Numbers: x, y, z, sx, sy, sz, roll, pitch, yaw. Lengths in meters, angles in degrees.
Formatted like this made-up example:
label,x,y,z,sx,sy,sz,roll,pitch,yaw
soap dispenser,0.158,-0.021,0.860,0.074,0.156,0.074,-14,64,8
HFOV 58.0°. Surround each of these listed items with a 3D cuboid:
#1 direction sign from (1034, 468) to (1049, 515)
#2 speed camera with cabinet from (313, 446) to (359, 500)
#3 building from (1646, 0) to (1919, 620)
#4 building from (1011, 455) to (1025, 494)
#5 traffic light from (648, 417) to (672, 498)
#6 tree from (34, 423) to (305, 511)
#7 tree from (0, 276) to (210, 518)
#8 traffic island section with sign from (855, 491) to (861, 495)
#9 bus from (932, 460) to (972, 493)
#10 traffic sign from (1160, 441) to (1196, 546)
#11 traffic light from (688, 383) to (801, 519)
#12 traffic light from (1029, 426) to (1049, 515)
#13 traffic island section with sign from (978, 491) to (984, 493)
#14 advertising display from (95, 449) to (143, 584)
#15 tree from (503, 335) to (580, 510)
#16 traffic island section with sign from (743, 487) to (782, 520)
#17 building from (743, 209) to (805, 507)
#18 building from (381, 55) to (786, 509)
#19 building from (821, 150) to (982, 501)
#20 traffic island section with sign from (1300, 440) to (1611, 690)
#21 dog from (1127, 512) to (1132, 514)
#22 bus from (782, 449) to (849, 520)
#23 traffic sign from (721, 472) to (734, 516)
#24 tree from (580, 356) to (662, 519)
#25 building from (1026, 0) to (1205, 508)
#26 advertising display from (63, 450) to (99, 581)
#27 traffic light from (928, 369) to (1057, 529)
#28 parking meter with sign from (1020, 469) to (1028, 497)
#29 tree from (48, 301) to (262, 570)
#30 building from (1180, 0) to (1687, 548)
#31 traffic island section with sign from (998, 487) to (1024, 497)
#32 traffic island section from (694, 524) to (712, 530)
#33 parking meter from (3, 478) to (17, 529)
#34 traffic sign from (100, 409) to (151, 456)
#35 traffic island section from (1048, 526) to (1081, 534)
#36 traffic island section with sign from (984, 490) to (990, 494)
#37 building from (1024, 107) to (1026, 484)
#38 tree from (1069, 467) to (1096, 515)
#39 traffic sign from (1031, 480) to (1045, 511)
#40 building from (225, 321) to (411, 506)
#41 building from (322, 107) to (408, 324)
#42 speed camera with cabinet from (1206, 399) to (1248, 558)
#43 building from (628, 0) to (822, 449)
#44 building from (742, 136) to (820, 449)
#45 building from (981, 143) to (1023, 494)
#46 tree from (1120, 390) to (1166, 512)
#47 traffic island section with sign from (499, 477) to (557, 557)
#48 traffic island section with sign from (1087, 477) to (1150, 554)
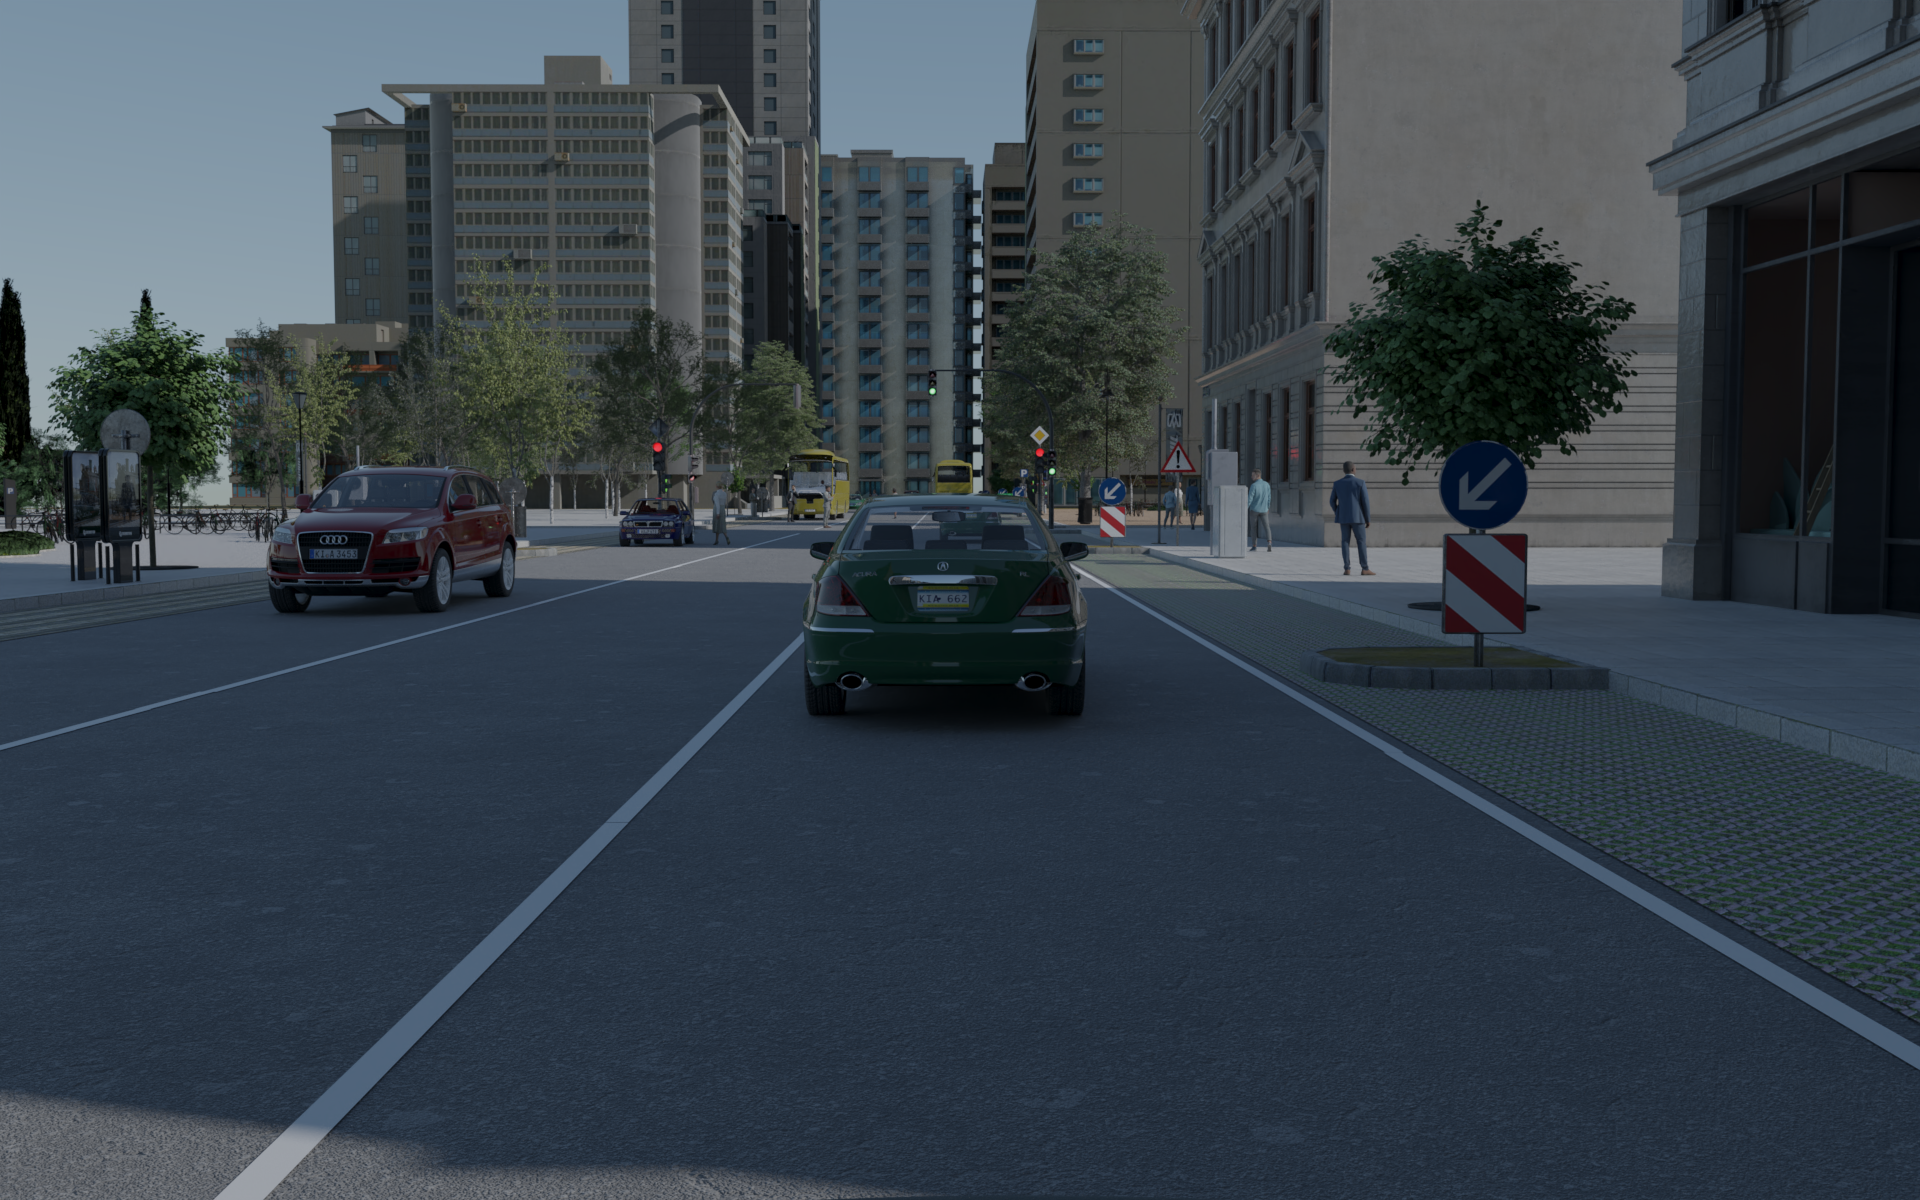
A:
label,x,y,z,sx,sy,sz,roll,pitch,yaw
direction sign,4.896,-6.865,104.239,0.876,3.537,0.379,1,4,8
speed camera with cabinet,-25.284,-4.666,70.625,2.038,3.252,0.660,0,4,-1
building,13.254,-10.331,19.817,10.553,20.767,40.483,0,4,0
building,17.836,-54.479,203.398,22.319,86.520,31.000,0,4,0
traffic light,-10.948,-4.540,63.153,0.839,4.253,0.868,0,4,0
tree,-58.411,-9.966,125.846,11.467,7.101,20.602,2,4,33
tree,-56.606,-12.648,108.618,18.604,14.587,13.155,-1,4,-13
traffic island section with sign,-11.701,-11.704,199.985,1.989,1.847,2.006,0,4,0
bus,-0.553,-8.102,124.018,2.896,3.916,12.252,0,4,-1
traffic sign,5.358,-2.605,42.597,0.884,2.594,0.081,0,4,3
traffic light,-8.918,-5.903,71.189,4.771,5.953,1.251,0,4,0
traffic light,3.252,-5.036,71.263,0.839,4.253,0.868,0,4,0
traffic island section with sign,2.301,-11.710,200.083,1.989,1.847,2.006,0,4,0
advertising display,-12.089,-1.208,24.968,0.123,1.923,0.974,0,4,1
tree,-20.475,-7.996,81.102,4.360,8.622,3.978,0,3,0
traffic island section with sign,-10.914,-5.336,95.877,1.989,1.847,2.006,0,4,0
building,-23.463,-24.826,177.605,14.160,30.474,14.107,0,4,0
building,-32.716,-28.500,157.860,32.217,40.220,23.993,0,4,0
building,-12.302,-38.155,243.435,30.456,49.044,23.786,0,4,0
traffic island section with sign,3.746,-0.300,13.540,1.989,1.847,2.006,0,4,0
dog,10.799,-5.639,109.941,0.748,0.427,0.550,-2,4,-23
bus,-7.987,-6.545,98.557,2.896,3.916,12.252,0,4,0
traffic sign,-13.340,-6.064,99.257,0.768,2.556,0.104,0,4,3
tree,-18.462,-8.596,90.902,4.360,8.622,3.978,0,3,0
building,17.329,-33.026,163.684,21.300,48.544,21.600,0,4,0
advertising display,-13.060,-1.262,25.855,0.123,1.923,0.974,0,4,-1
traffic light,1.222,-5.410,63.120,4.771,5.953,1.251,0,4,0
parking meter with sign,4.497,-7.732,122.677,0.543,3.016,1.738,0,4,0
tree,-13.798,-2.812,29.686,4.285,4.588,4.351,0,3,0
building,13.588,-13.111,50.525,11.583,22.565,21.152,0,4,0
traffic island section with sign,3.100,-5.342,95.975,1.989,1.847,2.006,0,4,0
traffic island section,-11.049,-2.996,71.272,2.009,0.180,2.903,0,4,0
parking meter,-34.875,-3.542,63.624,0.399,1.863,0.255,-3,4,-37
traffic sign,-12.488,-1.579,25.921,0.768,2.556,0.104,0,4,3
traffic island section,3.353,-2.514,63.392,2.009,0.180,2.903,0,4,0
traffic island section with sign,2.907,-6.998,123.039,1.989,1.847,2.006,0,4,0
building,13.744,-30.465,181.690,14.154,41.232,14.086,0,4,0
tree,7.497,-6.863,106.816,1.663,3.219,1.824,0,3,0
traffic sign,4.787,-6.499,106.269,0.884,2.594,0.081,0,4,6
building,-66.769,-22.053,205.604,28.899,21.520,27.650,0,4,0
building,-70.677,-40.092,244.743,27.495,52.752,28.713,0,4,0
speed camera with cabinet,5.453,-2.509,35.358,0.660,3.252,2.038,0,4,1
building,-27.627,-47.127,208.785,20.611,71.187,20.563,0,4,0
building,-23.133,-31.108,192.216,14.154,41.232,14.086,0,4,0
building,13.740,-37.796,241.669,21.600,48.544,21.300,0,4,0
tree,12.368,-10.532,122.555,4.360,8.622,3.978,0,3,0
traffic island section with sign,-10.477,-1.936,40.288,1.989,1.847,2.006,0,4,0
traffic island section with sign,3.520,-2.044,42.053,1.989,1.847,2.006,0,4,0
